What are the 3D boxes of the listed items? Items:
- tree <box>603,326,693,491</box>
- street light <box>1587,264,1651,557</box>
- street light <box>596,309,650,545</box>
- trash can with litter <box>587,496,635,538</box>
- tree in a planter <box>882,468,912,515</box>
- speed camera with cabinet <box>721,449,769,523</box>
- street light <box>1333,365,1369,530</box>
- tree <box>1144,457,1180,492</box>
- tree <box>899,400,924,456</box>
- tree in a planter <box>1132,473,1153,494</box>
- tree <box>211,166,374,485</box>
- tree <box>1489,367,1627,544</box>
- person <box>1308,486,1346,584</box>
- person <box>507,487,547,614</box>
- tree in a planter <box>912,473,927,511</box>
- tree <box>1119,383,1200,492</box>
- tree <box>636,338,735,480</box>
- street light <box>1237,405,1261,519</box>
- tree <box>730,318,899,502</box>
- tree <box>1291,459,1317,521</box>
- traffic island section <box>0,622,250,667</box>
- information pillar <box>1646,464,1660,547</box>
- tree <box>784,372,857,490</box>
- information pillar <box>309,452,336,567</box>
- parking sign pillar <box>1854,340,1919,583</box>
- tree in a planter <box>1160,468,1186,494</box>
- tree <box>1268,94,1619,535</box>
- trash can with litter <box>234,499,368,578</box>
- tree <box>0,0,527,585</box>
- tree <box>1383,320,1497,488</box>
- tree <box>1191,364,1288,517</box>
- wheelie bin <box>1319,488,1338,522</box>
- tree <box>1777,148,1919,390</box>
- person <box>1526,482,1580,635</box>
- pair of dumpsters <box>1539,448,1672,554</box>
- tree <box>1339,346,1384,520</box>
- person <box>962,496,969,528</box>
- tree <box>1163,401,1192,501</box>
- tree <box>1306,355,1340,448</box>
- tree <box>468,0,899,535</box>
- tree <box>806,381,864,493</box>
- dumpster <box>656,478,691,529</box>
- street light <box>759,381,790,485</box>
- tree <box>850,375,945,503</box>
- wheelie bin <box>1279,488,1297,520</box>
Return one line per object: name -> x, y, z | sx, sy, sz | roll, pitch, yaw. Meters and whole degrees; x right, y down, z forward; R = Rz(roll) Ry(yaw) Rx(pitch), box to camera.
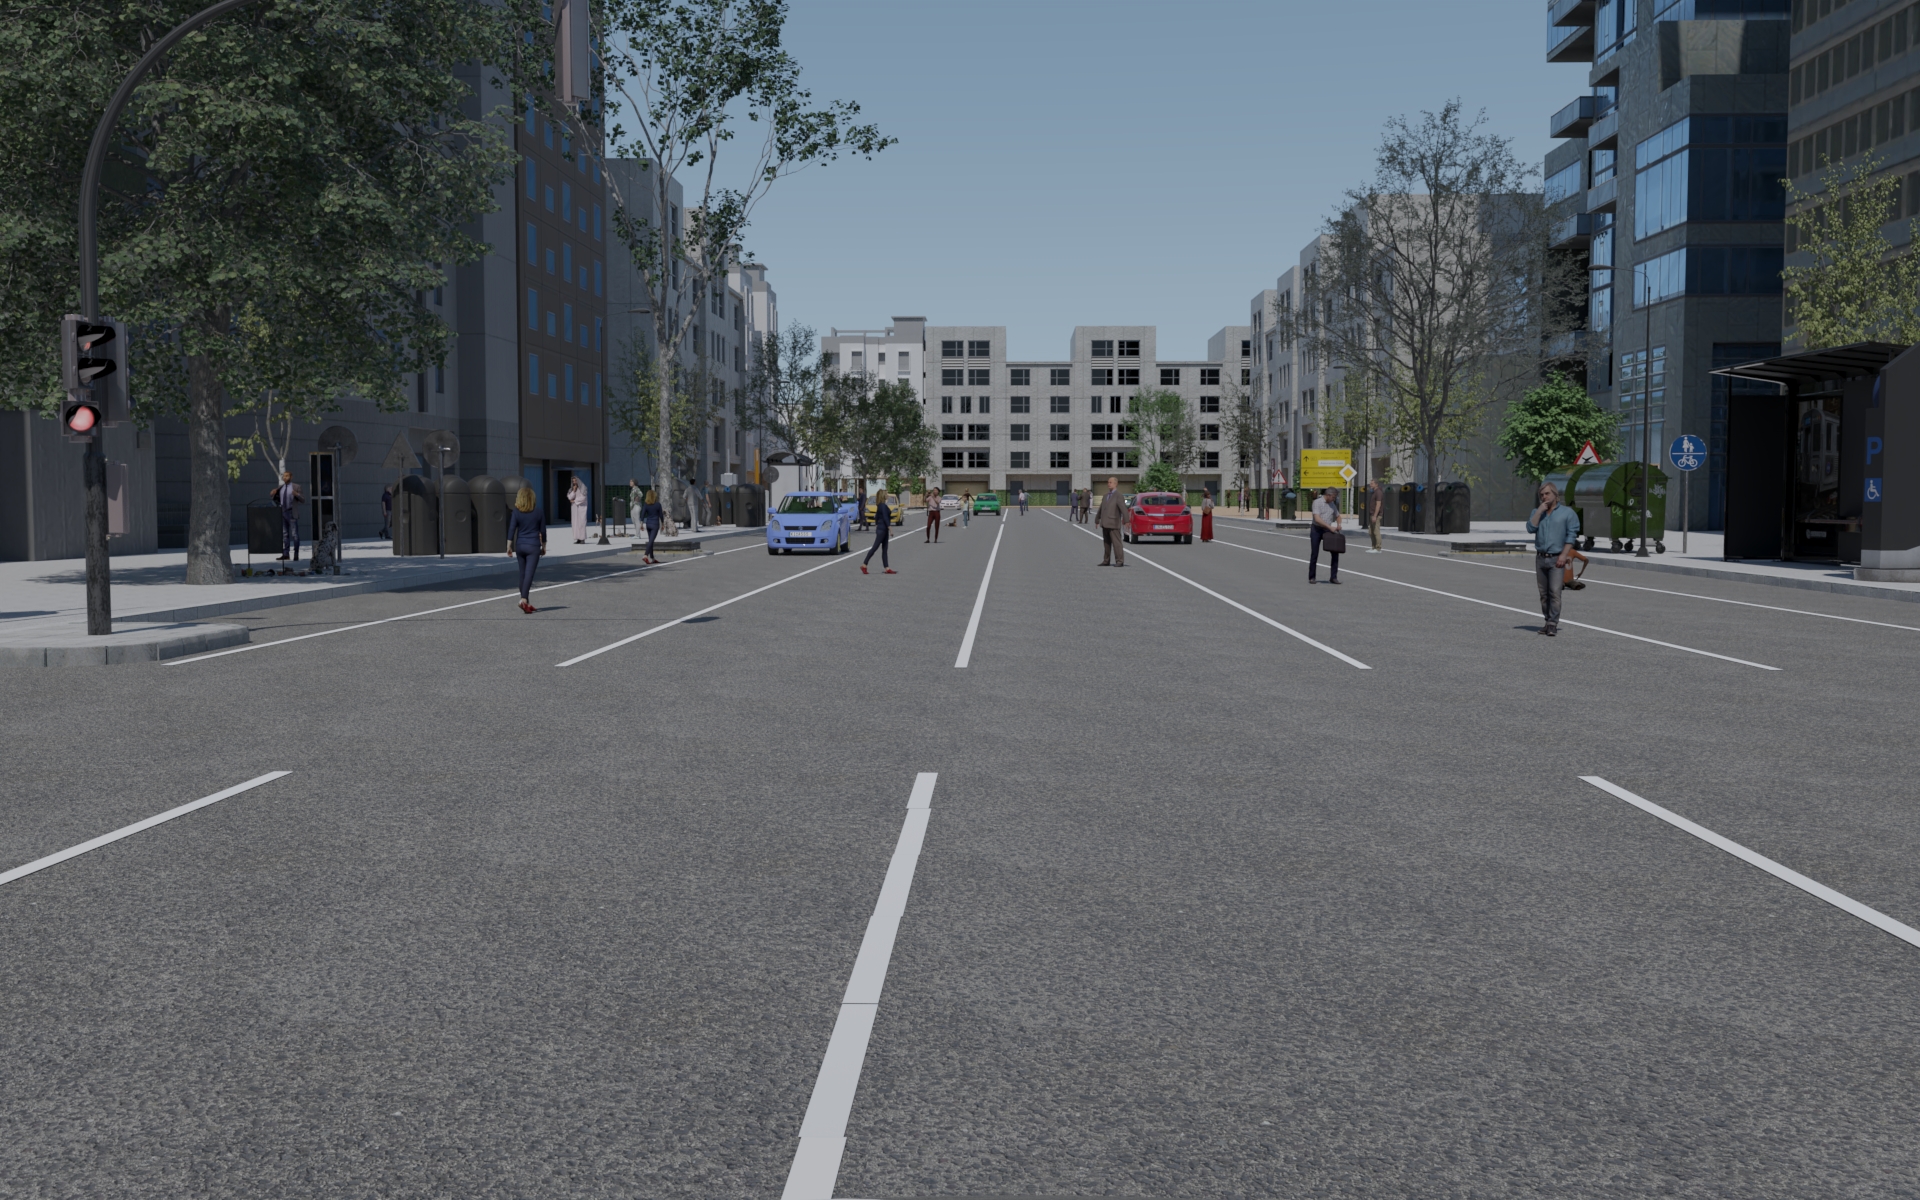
tree -> -13.402, -7.634, 75.177 | 4.737, 8.622, 4.395 | 0, 3, 0
street light -> 13.384, -3.830, 35.166 | 1.470, 5.913, 1.316 | 0, 4, 2
street light -> -8.452, -4.342, 43.532 | 1.470, 5.913, 1.316 | 0, 4, 2
trash can with litter -> -10.411, -2.458, 51.241 | 1.678, 1.210, 2.233 | 2, 4, 28
tree in a planter -> -4.505, -7.353, 117.448 | 1.991, 3.239, 1.994 | 0, 4, 2
speed camera with cabinet -> -9.484, -5.019, 76.395 | 2.038, 3.252, 0.660 | 0, 4, -1
street light -> 14.161, -5.512, 62.659 | 1.470, 5.913, 1.316 | 0, 4, 2
tree -> 17.709, -10.337, 152.718 | 4.285, 4.588, 4.351 | 0, 3, 0
tree -> -6.613, -11.549, 123.230 | 8.767, 10.594, 7.601 | 0, 4, 6
tree in a planter -> 15.224, -9.004, 144.434 | 1.991, 3.239, 1.994 | 0, 4, 2
tree -> -14.773, -5.339, 37.650 | 4.737, 8.622, 4.395 | 0, 3, 0
tree -> 15.374, -3.742, 44.900 | 4.285, 4.588, 4.351 | 0, 3, 0
person -> 5.859, -1.032, 27.591 | 0.614, 1.554, 0.590 | -2, 4, -30
person -> -5.213, -0.602, 20.889 | 0.480, 1.512, 0.613 | -1, 4, -20
tree in a planter -> -3.678, -9.034, 144.933 | 1.991, 3.239, 1.994 | 0, 4, 2
tree -> 18.807, -14.482, 162.532 | 9.928, 11.665, 9.643 | 0, 3, 0
tree -> -12.702, -7.979, 80.825 | 4.360, 8.622, 3.978 | 0, 3, 0
street light -> 15.052, -7.185, 90.019 | 1.470, 5.913, 1.316 | 0, 4, 2
tree -> -8.353, -9.579, 91.034 | 8.767, 10.594, 7.601 | 0, 4, 8
tree -> 16.157, -5.350, 82.073 | 1.663, 3.219, 1.824 | 0, 3, 0
traffic island section -> -7.863, 0.397, 15.792 | 2.009, 0.180, 2.903 | 0, 4, 2
information pillar -> 16.842, -2.306, 42.192 | 0.304, 2.012, 0.304 | 1, 4, 16
tree -> -8.232, -9.059, 98.471 | 4.737, 8.622, 4.395 | 0, 3, 0
information pillar -> -11.298, -1.604, 30.711 | 0.304, 2.012, 0.304 | 3, 5, 41
parking sign pillar -> 14.024, -2.264, 25.488 | 1.447, 3.967, 1.447 | -1, 4, -11
tree in a planter -> 14.417, -7.357, 117.503 | 1.991, 3.239, 1.994 | 0, 4, 2
tree -> 14.820, -8.802, 54.280 | 12.009, 13.543, 11.850 | 0, 3, 0
trash can with litter -> -10.489, -0.986, 27.183 | 2.233, 1.210, 1.678 | -1, 4, -17
tree -> -10.805, -7.194, 24.277 | 9.857, 13.997, 8.962 | 0, 3, 0
tree -> 20.027, -7.429, 71.832 | 4.737, 8.622, 4.395 | 0, 3, 0
tree -> 16.329, -9.080, 98.827 | 4.360, 8.622, 3.978 | 0, 3, 0
wheelie bin -> 16.764, -4.334, 78.769 | 0.980, 1.594, 0.693 | -1, 4, -15
tree -> 19.359, -5.300, 37.016 | 4.737, 8.622, 4.395 | 0, 3, 0
person -> 6.031, -0.424, 17.639 | 0.429, 1.552, 0.499 | -1, 4, -22
pair of dumpsters -> 14.508, -2.234, 39.028 | 1.574, 2.255, 4.437 | 0, 4, 2
tree -> 20.279, -7.808, 78.015 | 4.737, 8.622, 4.395 | 0, 3, 0
person -> 0.201, -3.660, 72.252 | 0.340, 1.345, 0.435 | -2, 4, -27
tree -> 17.568, -11.304, 135.177 | 4.360, 8.622, 3.978 | 0, 3, 0
tree -> 19.496, -8.316, 86.327 | 4.737, 8.622, 4.395 | 0, 3, 0
tree -> -7.796, -12.097, 53.671 | 12.611, 20.169, 13.585 | 0, 3, 0
tree -> -8.124, -9.822, 110.949 | 4.360, 8.622, 3.978 | 0, 3, 0
dumpster -> -10.524, -3.561, 63.988 | 1.264, 1.857, 1.865 | 0, 4, 2
street light -> -7.636, -6.021, 70.984 | 1.470, 5.913, 1.316 | 0, 4, 2
tree -> -6.171, -15.328, 167.623 | 9.611, 12.733, 9.660 | 0, 3, 0
wheelie bin -> 16.341, -4.790, 86.228 | 0.693, 1.594, 0.980 | -3, 4, -37
